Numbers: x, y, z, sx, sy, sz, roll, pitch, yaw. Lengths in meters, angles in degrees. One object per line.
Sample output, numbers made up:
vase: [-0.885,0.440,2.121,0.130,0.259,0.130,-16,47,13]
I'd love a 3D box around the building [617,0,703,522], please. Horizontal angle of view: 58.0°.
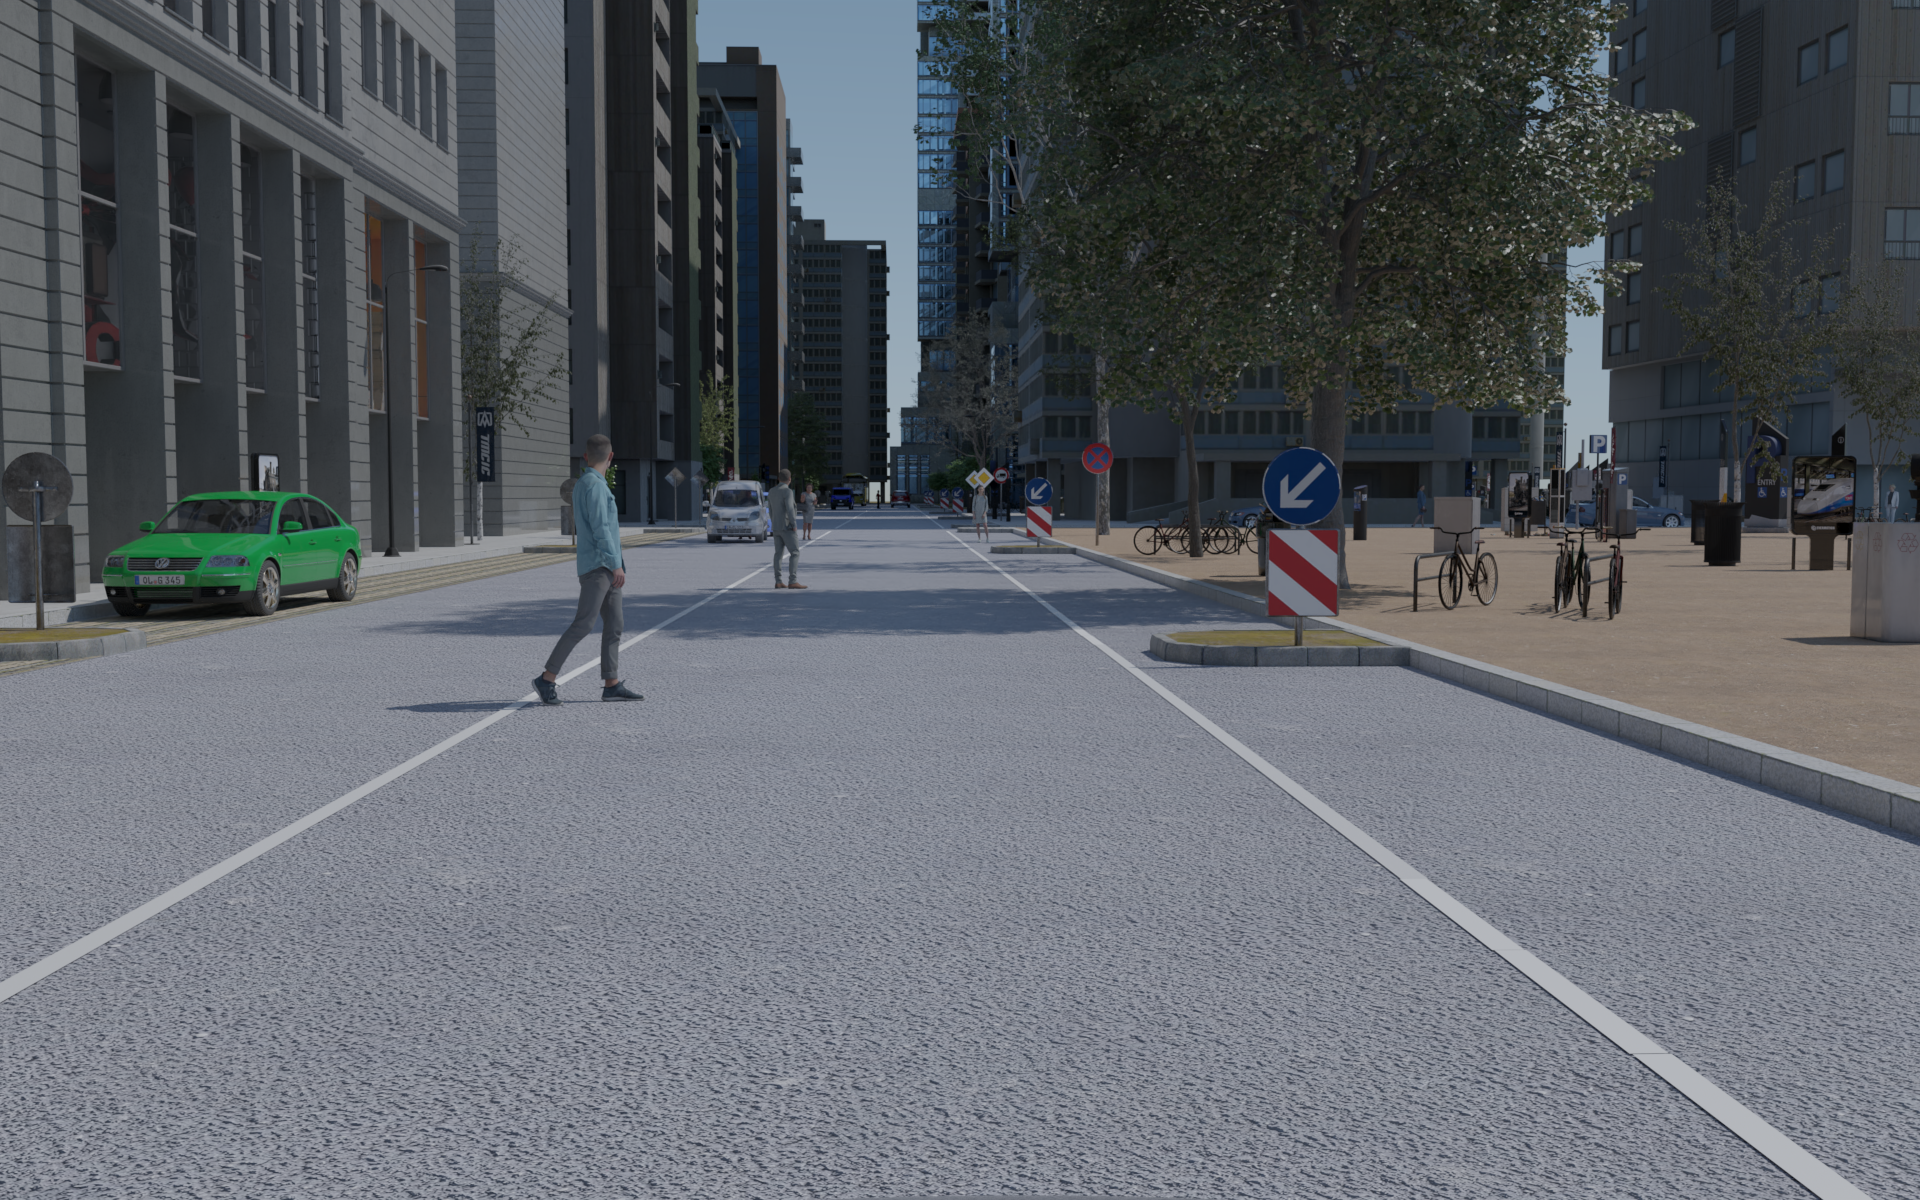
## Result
building: [-19.840,-18.858,80.034,14.160,30.474,14.107,0,4,-2]

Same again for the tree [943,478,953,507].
tree: [-0.912,-10.970,173.966,1.663,3.219,1.824,0,3,0]

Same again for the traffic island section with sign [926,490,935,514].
traffic island section with sign: [-1.245,-7.137,125.323,1.989,1.847,2.006,0,4,-2]

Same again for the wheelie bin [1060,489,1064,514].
wheelie bin: [6.673,-6.414,112.769,0.980,1.594,0.693,3,5,44]

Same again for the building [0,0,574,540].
building: [-28.761,-17.070,56.579,29.804,29.767,11.434,0,4,-2]

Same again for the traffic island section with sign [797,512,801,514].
traffic island section with sign: [-12.520,-7.134,125.271,1.989,1.847,2.006,0,4,-2]

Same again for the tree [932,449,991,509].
tree: [1.264,-8.459,122.019,4.285,4.588,4.351,0,3,0]

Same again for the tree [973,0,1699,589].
tree: [5.055,-7.129,23.222,9.857,13.997,8.962,0,3,0]

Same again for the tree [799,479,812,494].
tree: [-17.796,-12.451,198.173,1.663,3.219,1.824,0,3,0]

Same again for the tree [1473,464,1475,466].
tree: [31.415,-7.799,111.231,4.285,4.588,4.351,0,3,0]

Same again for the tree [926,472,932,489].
tree: [-2.685,-14.581,222.119,4.285,4.588,4.351,0,3,0]

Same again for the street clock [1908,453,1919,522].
street clock: [17.033,-1.602,30.767,0.358,2.002,0.471,3,5,40]

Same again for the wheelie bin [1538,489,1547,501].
wheelie bin: [36.026,-6.102,107.674,0.693,1.594,0.980,-1,4,-18]

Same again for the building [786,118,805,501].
building: [-34.364,-36.074,209.424,30.456,49.044,23.786,0,4,-2]

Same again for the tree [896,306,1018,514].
tree: [1.365,-12.360,112.454,12.009,13.543,11.850,0,3,0]

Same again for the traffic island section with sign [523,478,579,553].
traffic island section with sign: [-9.529,-2.073,42.529,1.989,1.847,2.006,0,4,-2]

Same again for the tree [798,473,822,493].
tree: [-19.448,-14.778,225.339,4.285,4.588,4.351,0,3,0]

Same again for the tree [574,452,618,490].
tree: [-13.846,-4.356,65.818,1.663,3.219,1.824,0,3,0]

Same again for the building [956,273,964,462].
building: [6.395,-27.210,216.576,14.160,30.474,14.107,0,4,-2]

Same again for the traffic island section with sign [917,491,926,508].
traffic island section with sign: [-3.089,-10.233,175.943,1.989,1.847,2.006,0,4,-2]

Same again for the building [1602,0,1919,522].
building: [51.497,-30.556,88.837,27.495,52.752,28.713,0,4,-2]

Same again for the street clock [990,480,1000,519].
street clock: [1.762,-5.103,88.004,0.471,2.002,0.358,2,4,32]

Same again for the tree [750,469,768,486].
tree: [-15.702,-8.425,132.344,1.663,3.219,1.824,0,3,0]

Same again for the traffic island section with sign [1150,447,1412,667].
traffic island section with sign: [2.736,-0.409,15.320,1.989,1.847,2.006,0,4,-2]

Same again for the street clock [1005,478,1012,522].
street clock: [2.247,-4.632,80.306,0.358,2.002,0.471,1,4,8]

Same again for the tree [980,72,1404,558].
tree: [4.785,-6.163,35.170,8.767,10.594,7.601,0,4,-6]

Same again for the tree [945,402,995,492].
tree: [1.152,-11.436,137.338,4.360,8.622,3.978,0,3,0]

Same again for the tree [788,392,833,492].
tree: [-17.789,-16.750,191.989,7.486,12.596,7.792,0,3,0]

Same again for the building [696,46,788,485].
building: [-25.148,-32.279,177.878,14.600,45.320,14.200,0,4,-2]

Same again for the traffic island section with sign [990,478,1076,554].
traffic island section with sign: [1.756,-2.057,42.258,1.989,1.847,2.006,0,4,-2]

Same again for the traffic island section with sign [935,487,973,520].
traffic island section with sign: [-0.257,-5.467,98.019,1.989,1.847,2.006,0,4,-2]

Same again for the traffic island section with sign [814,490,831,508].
traffic island section with sign: [-14.301,-10.146,174.521,1.989,1.847,2.006,0,4,-2]

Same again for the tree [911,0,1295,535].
tree: [4.508,-12.001,52.109,12.611,20.169,13.585,0,3,0]

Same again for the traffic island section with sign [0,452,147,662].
traffic island section with sign: [-8.551,-0.426,15.592,1.989,1.847,2.006,0,4,-2]

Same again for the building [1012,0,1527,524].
building: [15.225,-24.257,88.486,23.993,40.220,32.217,0,4,-2]

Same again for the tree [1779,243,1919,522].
tree: [27.811,-6.222,52.098,4.360,8.622,3.978,0,3,0]

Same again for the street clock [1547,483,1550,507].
street clock: [38.935,-6.709,114.262,0.358,2.002,0.471,3,4,39]

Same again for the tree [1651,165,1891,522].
tree: [17.915,-5.432,39.170,4.360,8.622,3.978,0,3,0]

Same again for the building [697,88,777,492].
building: [-33.415,-28.549,158.662,32.217,40.220,23.993,0,4,-2]

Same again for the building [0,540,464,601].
building: [-17.076,-15.256,26.920,11.434,29.767,29.804,0,4,-2]

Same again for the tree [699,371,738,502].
tree: [-14.828,-9.260,101.761,4.737,8.622,4.395,0,3,0]

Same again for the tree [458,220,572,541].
tree: [-13.090,-5.956,47.743,4.360,8.622,3.978,0,3,0]

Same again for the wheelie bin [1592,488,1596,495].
wheelie bin: [33.148,-5.101,91.301,0.980,1.594,0.693,-1,4,-12]

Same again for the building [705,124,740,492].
building: [-24.971,-22.236,135.268,14.160,30.474,14.107,0,4,-2]

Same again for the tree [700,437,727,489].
tree: [-14.479,-6.828,95.355,4.285,4.588,4.351,0,3,0]
